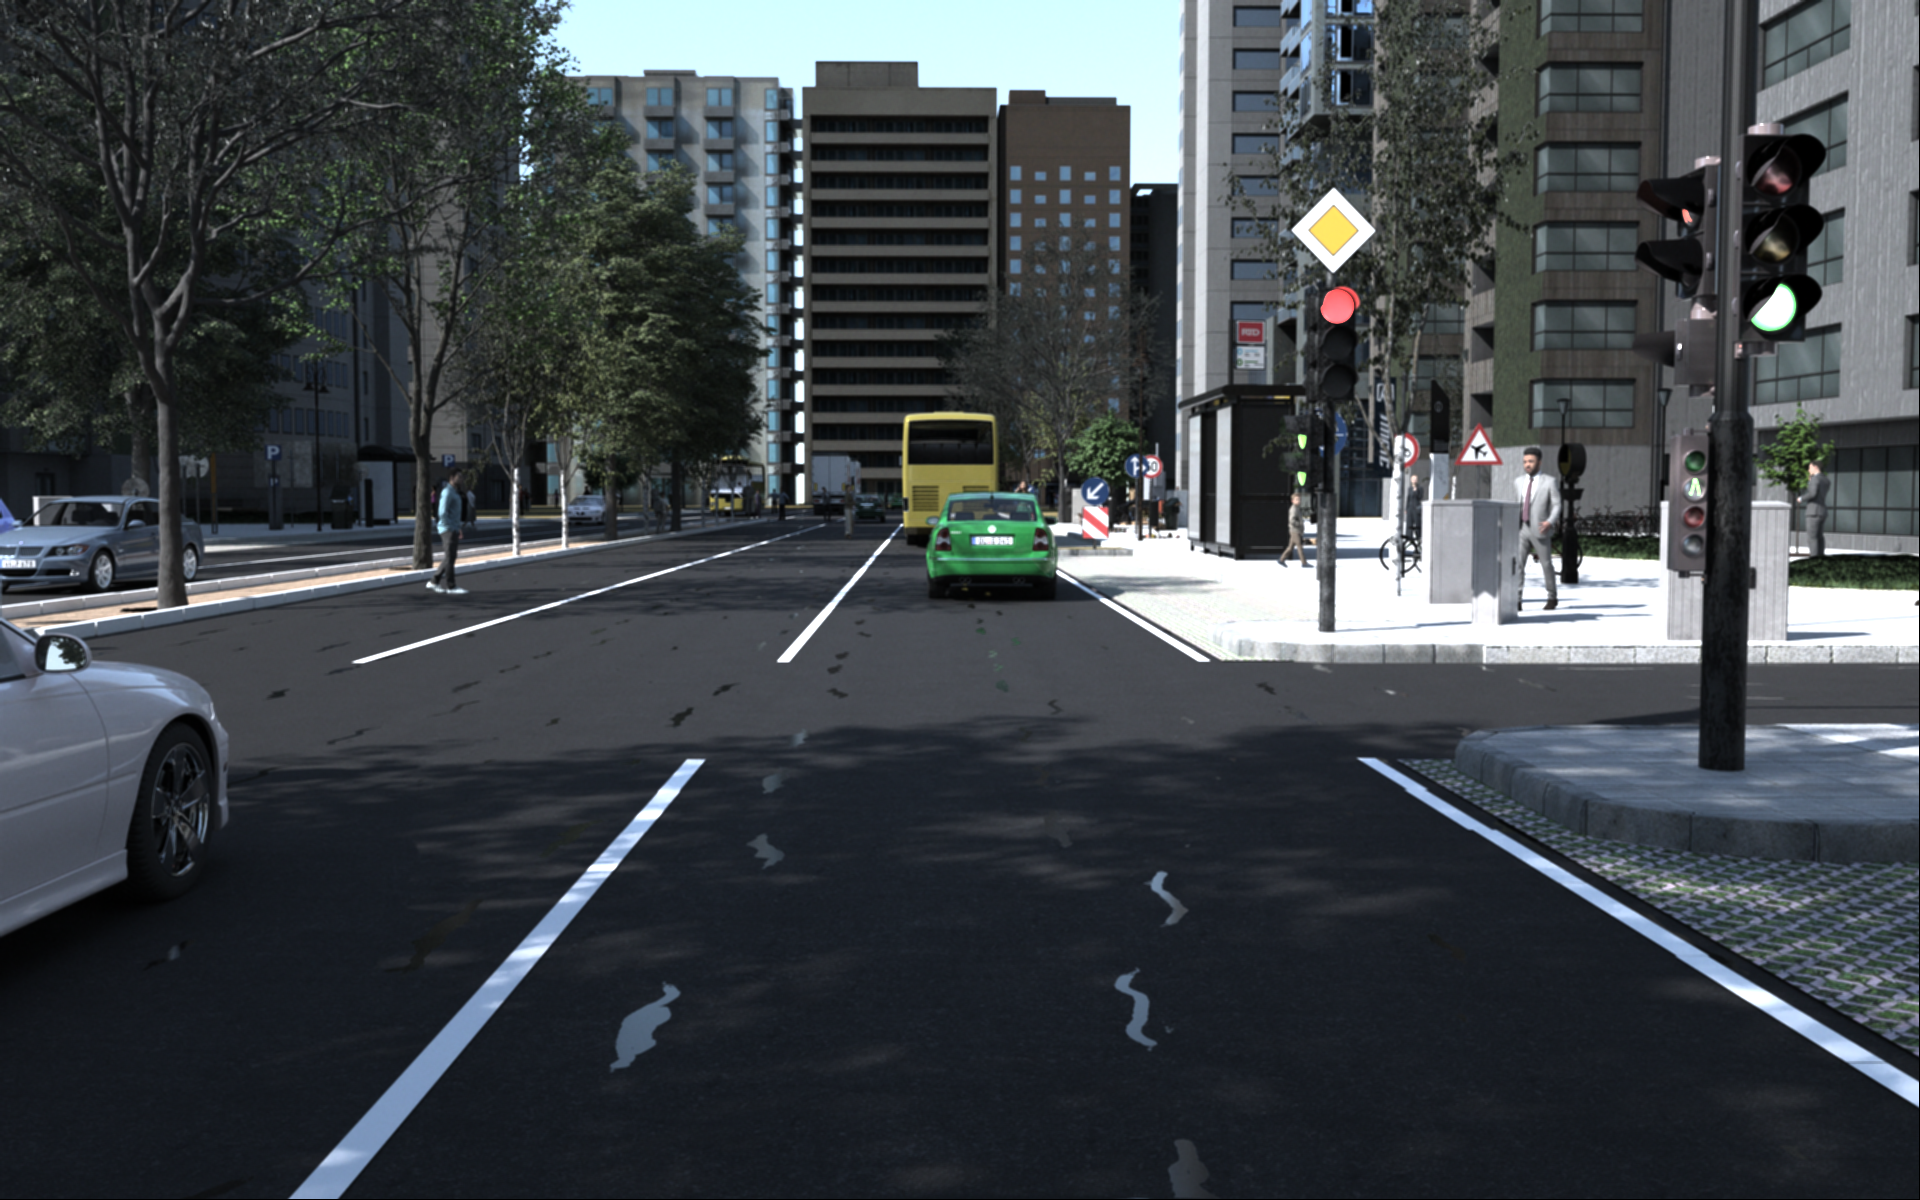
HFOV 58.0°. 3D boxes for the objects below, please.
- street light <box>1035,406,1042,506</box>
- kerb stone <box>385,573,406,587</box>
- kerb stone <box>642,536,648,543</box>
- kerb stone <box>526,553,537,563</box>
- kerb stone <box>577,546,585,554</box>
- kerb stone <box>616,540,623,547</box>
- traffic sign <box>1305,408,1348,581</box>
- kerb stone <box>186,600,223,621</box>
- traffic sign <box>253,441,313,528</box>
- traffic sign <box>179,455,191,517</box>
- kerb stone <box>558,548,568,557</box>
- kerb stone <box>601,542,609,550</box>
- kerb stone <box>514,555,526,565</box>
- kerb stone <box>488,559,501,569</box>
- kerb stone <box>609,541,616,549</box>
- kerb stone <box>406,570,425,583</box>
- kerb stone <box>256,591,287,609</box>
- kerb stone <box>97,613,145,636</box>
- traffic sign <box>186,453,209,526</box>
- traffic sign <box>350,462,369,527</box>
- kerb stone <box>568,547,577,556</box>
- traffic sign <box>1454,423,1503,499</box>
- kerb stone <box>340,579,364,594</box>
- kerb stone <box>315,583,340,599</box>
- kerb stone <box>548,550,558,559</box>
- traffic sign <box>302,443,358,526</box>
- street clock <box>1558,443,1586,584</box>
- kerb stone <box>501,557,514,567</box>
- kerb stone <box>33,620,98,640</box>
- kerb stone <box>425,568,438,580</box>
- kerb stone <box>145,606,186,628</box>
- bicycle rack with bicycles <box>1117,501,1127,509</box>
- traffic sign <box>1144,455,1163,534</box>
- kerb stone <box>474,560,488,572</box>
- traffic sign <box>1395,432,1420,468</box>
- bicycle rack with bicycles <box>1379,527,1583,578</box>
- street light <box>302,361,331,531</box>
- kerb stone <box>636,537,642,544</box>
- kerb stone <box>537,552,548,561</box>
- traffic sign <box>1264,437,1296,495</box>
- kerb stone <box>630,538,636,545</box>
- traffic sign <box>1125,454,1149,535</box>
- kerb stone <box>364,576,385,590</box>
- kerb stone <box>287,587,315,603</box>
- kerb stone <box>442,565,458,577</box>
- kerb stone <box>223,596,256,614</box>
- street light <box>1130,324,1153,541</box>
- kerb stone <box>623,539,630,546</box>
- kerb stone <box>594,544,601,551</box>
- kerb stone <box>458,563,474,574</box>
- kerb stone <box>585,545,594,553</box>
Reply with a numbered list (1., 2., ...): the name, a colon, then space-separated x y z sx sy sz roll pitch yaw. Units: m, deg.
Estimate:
1. street light: 4.144 -7.206 90.604 0.468 5.910 1.993 0 4 -1
2. kerb stone: -8.948 -0.305 27.187 0.120 0.150 1.000 0 4 -1
3. kerb stone: -9.371 -1.746 50.766 0.120 0.150 1.000 0 4 -1
4. kerb stone: -9.119 -0.861 36.407 0.120 0.150 1.000 0 4 -1
5. kerb stone: -9.208 -1.177 41.528 0.120 0.150 1.000 0 4 -1
6. kerb stone: -9.298 -1.496 46.654 0.120 0.150 1.000 0 4 -1
7. traffic sign: 5.320 -1.559 25.589 0.768 2.556 0.104 0 4 -1
8. kerb stone: -8.818 0.133 20.026 0.120 0.150 1.000 0 4 -1
9. traffic sign: -25.770 -4.408 65.939 2.265 3.308 0.079 0 4 3
10. traffic sign: -25.458 -3.469 56.824 0.768 2.556 0.104 0 4 2
11. kerb stone: -9.165 -1.057 39.483 0.120 0.150 1.000 0 4 -1
12. kerb stone: -9.259 -1.365 44.599 0.120 0.150 1.000 0 4 -1
13. kerb stone: -9.097 -0.806 35.377 0.120 0.150 1.000 0 4 -1
14. kerb stone: -9.062 -0.681 33.329 0.120 0.150 1.000 0 4 -1
15. kerb stone: -9.275 -1.430 45.622 0.120 0.150 1.000 0 4 -1
16. kerb stone: -8.969 -0.368 28.214 0.120 0.150 1.000 0 4 -1
17. kerb stone: -8.854 0.010 22.073 0.120 0.150 1.000 0 4 -1
18. kerb stone: -8.777 0.259 17.975 0.120 0.150 1.000 0 4 -1
19. traffic sign: -23.753 -3.294 53.959 0.768 2.556 0.104 1 4 8
20. traffic sign: -23.623 -4.160 68.120 0.768 2.556 0.104 0 4 1
21. kerb stone: -9.188 -1.120 40.505 0.120 0.150 1.000 0 4 -1
22. traffic sign: 9.468 -1.938 31.687 0.884 2.594 0.081 0 4 1
23. kerb stone: -8.911 -0.180 25.140 0.120 0.150 1.000 0 4 -1
24. kerb stone: -8.894 -0.118 24.118 0.120 0.150 1.000 0 4 -1
25. kerb stone: -9.147 -0.995 38.461 0.120 0.150 1.000 0 4 -1
26. traffic sign: -25.111 -4.595 68.995 2.265 3.308 0.079 0 4 3
27. street clock: 8.739 -1.236 24.781 0.358 2.002 0.471 0 4 -3
28. kerb stone: -9.076 -0.740 34.355 0.120 0.150 1.000 0 4 -1
29. kerb stone: -8.764 0.323 16.949 0.120 0.150 1.000 0 4 -1
30. kerb stone: -8.986 -0.431 29.237 0.120 0.150 1.000 0 4 -1
31. kerb stone: -8.792 0.199 18.997 0.120 0.150 1.000 0 4 -1
32. bicycle rack with bicycles: 7.357 -4.680 89.907 2.852 0.926 2.925 0 4 -1
33. traffic sign: 6.177 -3.425 56.105 0.768 2.556 0.104 0 4 7
34. kerb stone: -9.044 -0.611 32.307 0.120 0.150 1.000 0 4 -1
35. traffic sign: 8.917 -2.143 35.150 0.768 2.556 0.104 0 4 2
36. bicycle rack with bicycles: 7.953 -0.836 27.055 2.925 0.926 2.852 2 4 33
37. street light: -22.123 -5.312 59.643 0.468 5.910 1.993 0 4 -1
38. kerb stone: -9.348 -1.685 49.740 0.120 0.150 1.000 0 4 -1
39. kerb stone: -9.127 -0.925 37.430 0.120 0.150 1.000 0 4 -1
40. traffic sign: 7.985 -3.258 47.141 2.265 3.308 0.079 0 4 4
41. kerb stone: -9.333 -1.622 48.714 0.120 0.150 1.000 0 4 -1
42. traffic sign: 5.576 -3.338 54.683 0.768 2.556 0.104 0 4 0
43. kerb stone: -8.937 -0.243 26.165 0.120 0.150 1.000 0 4 -1
44. kerb stone: -8.876 -0.053 23.095 0.120 0.150 1.000 0 4 -1
45. kerb stone: -9.005 -0.493 30.259 0.120 0.150 1.000 0 4 -1
46. kerb stone: -8.842 0.070 21.048 0.120 0.150 1.000 0 4 -1
47. street light: 4.943 -4.556 47.276 0.468 5.910 1.993 0 4 -1
48. kerb stone: -9.316 -1.559 47.689 0.120 0.150 1.000 0 4 -1
49. kerb stone: -9.242 -1.308 43.577 0.120 0.150 1.000 0 4 -1
50. kerb stone: -9.024 -0.553 31.282 0.120 0.150 1.000 0 4 -1
51. kerb stone: -9.218 -1.245 42.549 0.120 0.150 1.000 0 4 -1
